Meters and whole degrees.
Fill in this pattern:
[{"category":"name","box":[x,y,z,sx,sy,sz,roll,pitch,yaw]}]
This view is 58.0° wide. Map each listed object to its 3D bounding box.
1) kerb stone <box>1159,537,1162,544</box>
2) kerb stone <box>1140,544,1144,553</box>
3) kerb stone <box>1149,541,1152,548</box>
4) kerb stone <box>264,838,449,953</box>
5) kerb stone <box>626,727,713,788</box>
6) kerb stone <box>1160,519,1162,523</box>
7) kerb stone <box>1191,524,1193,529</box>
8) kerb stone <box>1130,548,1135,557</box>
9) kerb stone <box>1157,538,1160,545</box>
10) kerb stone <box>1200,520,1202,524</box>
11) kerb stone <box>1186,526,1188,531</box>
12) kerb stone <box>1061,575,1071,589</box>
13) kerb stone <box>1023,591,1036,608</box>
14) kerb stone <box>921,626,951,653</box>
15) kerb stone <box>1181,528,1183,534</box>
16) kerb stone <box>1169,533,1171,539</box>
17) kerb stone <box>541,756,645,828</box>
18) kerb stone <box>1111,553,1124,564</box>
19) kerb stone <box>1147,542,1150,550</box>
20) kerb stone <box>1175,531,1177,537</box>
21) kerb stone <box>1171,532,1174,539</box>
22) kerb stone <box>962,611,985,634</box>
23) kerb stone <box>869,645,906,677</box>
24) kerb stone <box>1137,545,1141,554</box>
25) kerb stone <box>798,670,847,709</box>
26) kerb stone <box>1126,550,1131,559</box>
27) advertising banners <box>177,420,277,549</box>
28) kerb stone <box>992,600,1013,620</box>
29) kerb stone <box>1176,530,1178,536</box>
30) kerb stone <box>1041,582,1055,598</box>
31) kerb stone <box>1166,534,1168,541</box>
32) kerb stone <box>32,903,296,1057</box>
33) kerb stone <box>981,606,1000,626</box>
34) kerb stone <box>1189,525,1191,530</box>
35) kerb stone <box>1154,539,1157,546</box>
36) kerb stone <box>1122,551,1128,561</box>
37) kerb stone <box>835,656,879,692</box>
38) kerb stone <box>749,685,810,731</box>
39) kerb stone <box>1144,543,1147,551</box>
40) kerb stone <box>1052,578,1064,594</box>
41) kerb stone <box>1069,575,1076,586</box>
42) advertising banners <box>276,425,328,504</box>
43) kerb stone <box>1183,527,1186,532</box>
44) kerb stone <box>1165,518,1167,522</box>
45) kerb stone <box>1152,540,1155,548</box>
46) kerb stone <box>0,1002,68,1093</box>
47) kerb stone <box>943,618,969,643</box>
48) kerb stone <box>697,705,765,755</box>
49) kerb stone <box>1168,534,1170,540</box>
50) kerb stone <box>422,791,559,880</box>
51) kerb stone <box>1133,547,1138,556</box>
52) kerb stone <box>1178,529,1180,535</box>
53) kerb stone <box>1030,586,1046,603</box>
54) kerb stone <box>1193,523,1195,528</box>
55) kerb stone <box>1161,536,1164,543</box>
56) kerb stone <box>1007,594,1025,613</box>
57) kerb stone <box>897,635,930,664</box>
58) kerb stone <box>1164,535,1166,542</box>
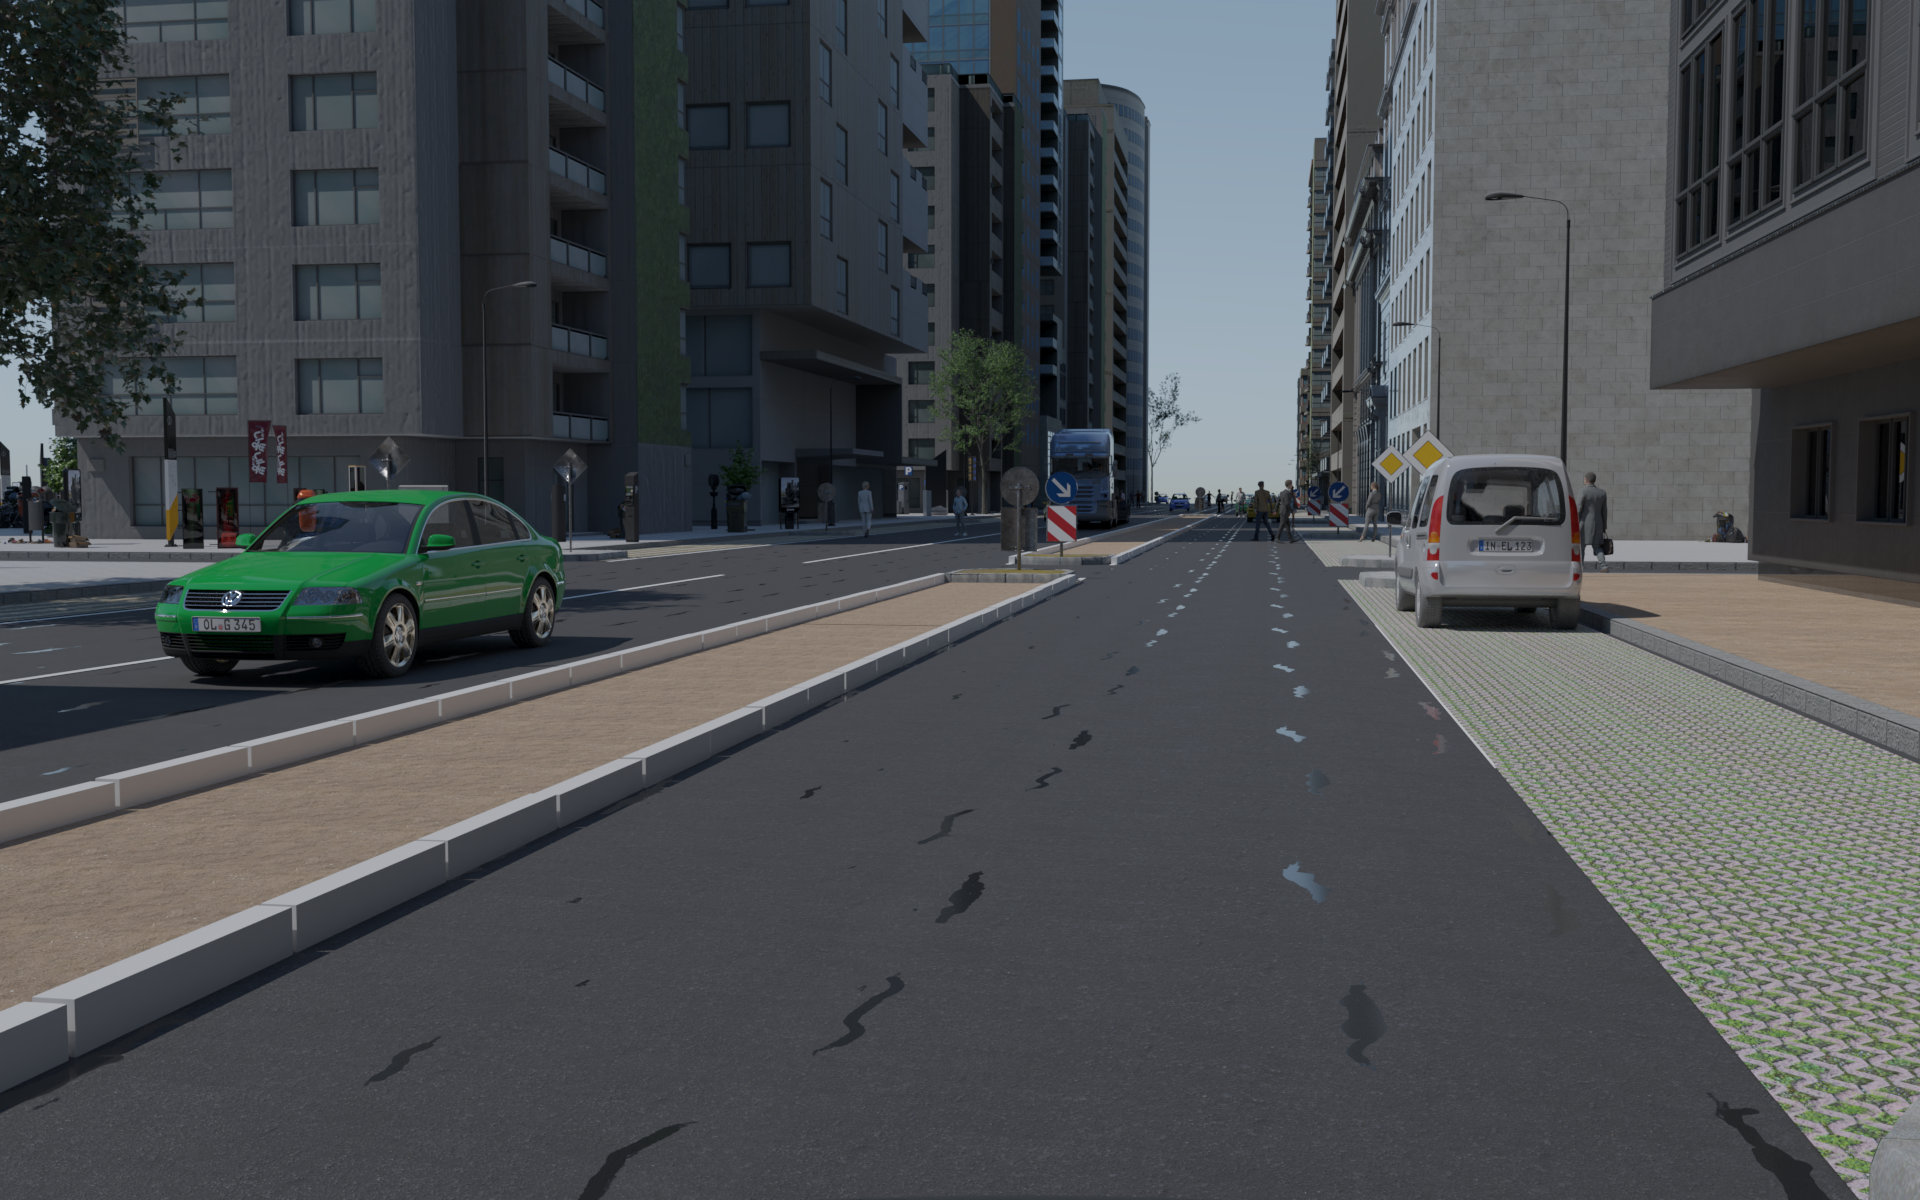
[{"category":"kerb stone","box":[5.540,-1.635,48.924,0.120,0.150,1.000,1,4,10]},{"category":"kerb stone","box":[4.295,-1.203,41.866,0.120,0.150,1.000,1,4,10]},{"category":"kerb stone","box":[4.832,-1.388,44.897,0.120,0.150,1.000,1,4,10]},{"category":"kerb stone","box":[-2.044,0.996,5.909,0.120,0.150,1.000,1,4,10]},{"category":"kerb stone","box":[-1.502,0.811,8.929,0.120,0.150,1.000,1,4,10]},{"category":"kerb stone","box":[9.522,-3.752,83.587,0.120,0.150,1.000,1,4,10]},{"category":"kerb stone","box":[9.098,-2.868,69.083,0.120,0.150,1.000,1,4,10]},{"category":"kerb stone","box":[3.762,-1.012,38.847,0.120,0.150,1.000,1,4,10]},{"category":"kerb stone","box":[5.365,-1.572,47.918,0.120,0.150,1.000,1,4,10]},{"category":"kerb stone","box":[10.873,-3.485,79.177,0.120,0.150,1.000,1,4,10]},{"category":"kerb stone","box":[8.394,-2.621,65.054,0.120,0.150,1.000,1,4,10]},{"category":"kerb stone","box":[1.522,-0.241,26.142,0.120,0.150,1.000,1,4,10]},{"category":"kerb stone","box":[0.813,0.014,22.112,0.120,0.150,1.000,1,4,10]},{"category":"kerb stone","box":[-0.258,0.378,16.018,0.120,0.150,1.000,1,4,10]},{"category":"kerb stone","box":[7.678,-2.375,61.023,0.120,0.150,1.000,1,4,10]},{"category":"kerb stone","box":[6.424,-1.944,53.972,0.120,0.150,1.000,1,4,10]},{"category":"kerb stone","box":[-1.687,0.878,7.924,0.120,0.150,1.000,1,4,10]},{"category":"kerb stone","box":[3.228,-0.828,35.799,0.120,0.150,1.000,1,4,10]},{"category":"kerb stone","box":[4.660,-1.326,43.889,0.120,0.150,1.000,1,4,10]},{"category":"kerb stone","box":[6.963,-2.128,56.993,0.120,0.150,1.000,1,4,10]},{"category":"kerb stone","box":[6.611,-2.003,54.978,0.120,0.150,1.000,1,4,10]},{"category":"kerb stone","box":[0.094,0.254,18.047,0.120,0.150,1.000,1,4,10]},{"category":"kerb stone","box":[-0.619,0.501,14.006,0.120,0.150,1.000,1,4,10]},{"category":"kerb stone","box":[4.120,-1.141,40.859,0.120,0.150,1.000,1,4,10]},{"category":"kerb stone","box":[-0.976,0.625,11.972,0.120,0.150,1.000,1,4,10]},{"category":"kerb stone","box":[3.581,-0.957,37.835,0.120,0.150,1.000,1,4,10]},{"category":"advertising banners","box":[-17.252,-2.721,40.681,2.074,3.025,0.090,-1,4,-23]},{"category":"kerb stone","box":[0.456,0.130,20.069,0.120,0.150,1.000,1,4,10]},{"category":"kerb stone","box":[7.137,-2.188,58.000,0.120,0.150,1.000,1,4,10]},{"category":"kerb stone","box":[1.165,-0.118,24.126,0.120,0.150,1.000,1,4,10]},{"category":"kerb stone","box":[6.071,-1.819,51.944,0.120,0.150,1.000,1,4,10]},{"category":"kerb stone","box":[-2.220,1.058,4.902,0.120,0.150,1.000,1,4,10]},{"category":"kerb stone","box":[0.272,0.198,19.057,0.120,0.150,1.000,1,4,10]},{"category":"kerb stone","box":[8.749,-2.741,67.069,0.120,0.150,1.000,1,4,10]},{"category":"kerb stone","box":[5.187,-1.509,46.911,0.120,0.150,1.000,1,4,10]},{"category":"kerb stone","box":[3.409,-0.893,36.811,0.120,0.150,1.000,1,4,10]},{"category":"kerb stone","box":[-0.794,0.563,12.992,0.120,0.150,1.000,1,4,10]},{"category":"kerb stone","box":[-1.151,0.687,10.965,0.120,0.150,1.000,1,4,10]},{"category":"kerb stone","box":[4.477,-1.265,42.875,0.120,0.150,1.000,1,4,10]},{"category":"kerb stone","box":[1.349,-0.176,25.132,0.120,0.150,1.000,1,4,10]},{"category":"kerb stone","box":[1.703,-0.300,27.148,0.120,0.150,1.000,1,4,10]},{"category":"advertising banners","box":[-17.040,-2.971,44.762,0.090,3.025,2.074,1,4,17]},{"category":"kerb stone","box":[8.036,-2.498,63.042,0.120,0.150,1.000,1,4,10]},{"category":"kerb stone","box":[10.231,-4.001,87.613,0.120,0.150,1.000,1,4,10]},{"category":"kerb stone","box":[5.006,-1.450,45.903,0.120,0.150,1.000,1,4,10]},{"category":"kerb stone","box":[-2.401,1.125,3.896,0.120,0.150,1.000,1,4,10]},{"category":"kerb stone","box":[-0.079,0.316,17.039,0.120,0.150,1.000,1,4,10]},{"category":"kerb stone","box":[-1.334,0.755,9.951,0.120,0.150,1.000,1,4,10]},{"category":"kerb stone","box":[6.254,-1.881,52.954,0.120,0.150,1.000,1,4,10]},{"category":"kerb stone","box":[-1.869,0.934,6.918,0.120,0.150,1.000,1,4,10]},{"category":"kerb stone","box":[3.946,-1.080,39.852,0.120,0.150,1.000,1,4,10]},{"category":"kerb stone","box":[7.317,-2.251,59.006,0.120,0.150,1.000,1,4,10]},{"category":"kerb stone","box":[0.996,-0.052,23.118,0.120,0.150,1.000,1,4,10]},{"category":"kerb stone","box":[9.456,-2.988,71.100,0.120,0.150,1.000,1,4,10]},{"category":"kerb stone","box":[5.725,-1.696,49.929,0.120,0.150,1.000,1,4,10]},{"category":"kerb stone","box":[0.633,0.068,21.090,0.120,0.150,1.000,1,4,10]},{"category":"kerb stone","box":[-0.433,0.439,15.011,0.120,0.150,1.000,1,4,10]},{"category":"kerb stone","box":[5.901,-1.758,50.936,0.120,0.150,1.000,1,4,10]}]
